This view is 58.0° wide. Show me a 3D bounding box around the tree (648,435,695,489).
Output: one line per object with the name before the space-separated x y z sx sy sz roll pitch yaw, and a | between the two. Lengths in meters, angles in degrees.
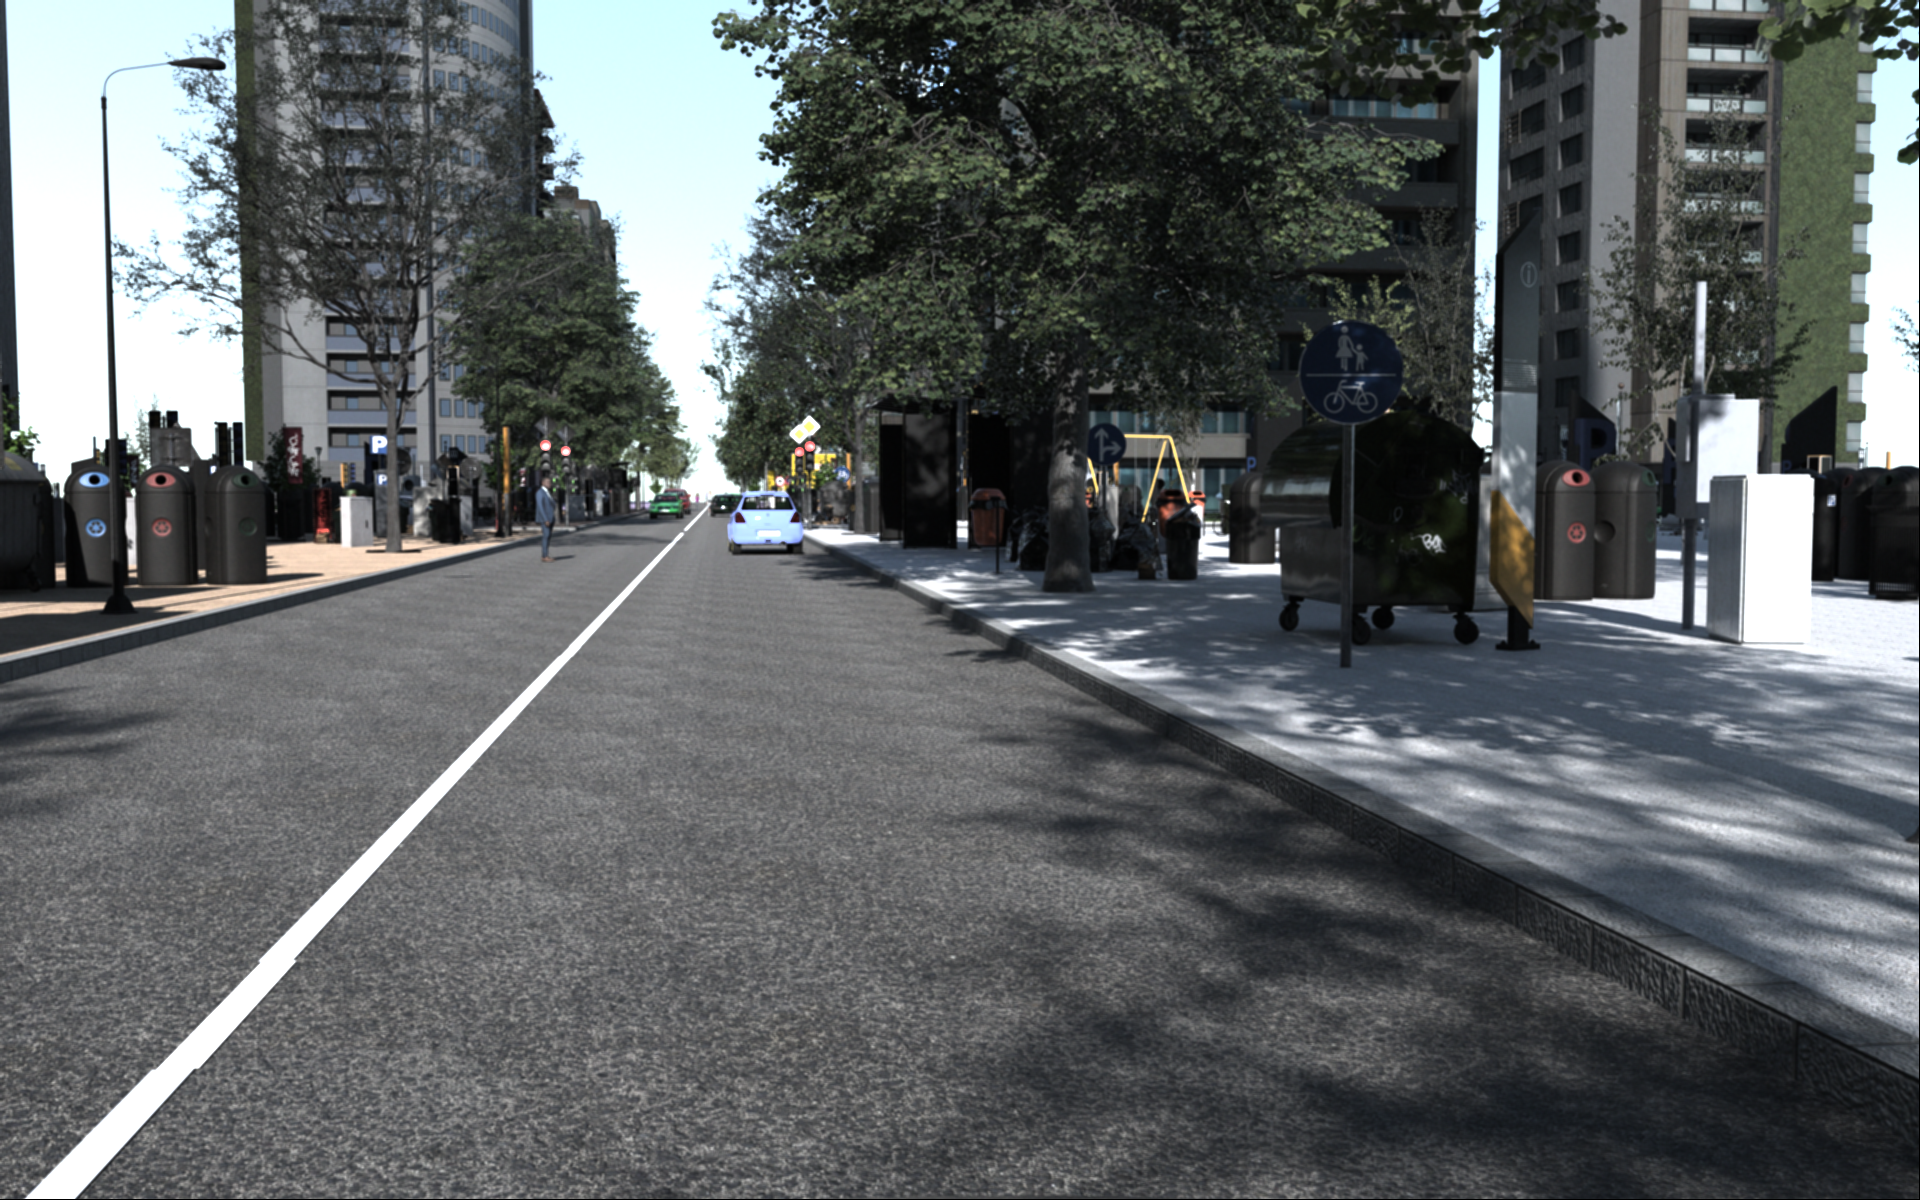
tree | -41.902 -19.309 250.116 7.601 10.594 8.767 -1 4 -9

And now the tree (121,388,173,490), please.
tree | -56.177 -10.377 120.033 4.360 8.622 3.978 0 3 0

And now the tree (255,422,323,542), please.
tree | -18.194 -3.181 46.615 1.663 3.219 1.824 0 3 0

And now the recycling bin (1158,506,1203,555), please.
recycling bin | 4.692 -1.490 36.916 0.722 1.027 0.722 -2 4 -27

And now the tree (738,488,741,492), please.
tree | -36.903 -21.355 299.518 4.360 8.622 3.978 0 3 0

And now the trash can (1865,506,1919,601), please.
trash can | 11.372 -0.571 20.994 0.748 1.137 0.748 0 3 0

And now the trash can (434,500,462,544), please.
trash can | -13.315 -2.043 45.059 0.748 1.137 0.748 0 3 0

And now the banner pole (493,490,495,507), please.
banner pole | -36.852 -8.985 136.914 0.401 3.779 0.863 -1 4 -17

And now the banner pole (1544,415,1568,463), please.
banner pole | 19.063 -3.973 54.979 0.863 3.779 0.401 -2 4 -31

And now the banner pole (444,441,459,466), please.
banner pole | -24.011 -5.606 81.675 0.863 3.779 0.401 0 4 4

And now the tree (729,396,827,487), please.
tree | -14.600 -12.428 137.609 8.767 10.594 7.601 -2 4 -27

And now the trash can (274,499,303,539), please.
trash can | -18.722 -2.243 48.326 0.748 1.137 0.748 0 3 0

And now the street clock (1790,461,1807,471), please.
street clock | 18.386 -2.038 37.886 0.471 2.002 0.358 -2 4 -29

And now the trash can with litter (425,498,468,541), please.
trash can with litter | -14.118 -2.216 47.621 0.624 1.170 1.055 3 4 38

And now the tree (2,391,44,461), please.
tree | -15.647 -2.027 27.746 1.663 3.219 1.824 0 3 0

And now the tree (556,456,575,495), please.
tree | -28.903 -8.836 128.179 4.285 4.588 4.351 0 3 0

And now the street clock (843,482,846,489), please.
street clock | -5.746 -4.957 85.618 0.358 2.002 0.471 0 4 -8

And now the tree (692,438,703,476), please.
tree | -48.747 -22.928 300.620 9.928 11.665 9.643 0 3 0

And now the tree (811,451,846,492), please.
tree | -5.894 -5.077 77.615 1.663 3.219 1.824 0 3 0

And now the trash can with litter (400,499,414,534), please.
trash can with litter | -17.812 -2.716 55.797 1.055 1.170 0.624 1 4 20

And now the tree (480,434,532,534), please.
tree | -14.662 -3.750 55.920 1.663 3.219 1.824 0 3 0

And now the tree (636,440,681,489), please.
tree | -35.900 -15.500 203.786 4.737 8.622 4.395 0 3 0

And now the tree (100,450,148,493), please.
tree | -53.773 -7.775 110.828 4.285 4.588 4.351 0 3 0

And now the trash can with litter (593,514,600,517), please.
trash can with litter | -21.210 -5.377 98.974 1.678 1.210 2.233 -2 4 -28

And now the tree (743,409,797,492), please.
tree | -13.114 -10.975 129.807 4.360 8.622 3.978 0 3 0

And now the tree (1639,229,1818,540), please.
tree | 21.120 -5.983 48.188 4.737 8.622 4.395 0 3 0

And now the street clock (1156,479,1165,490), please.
street clock | 9.369 -4.704 81.486 0.471 2.002 0.358 -1 4 -13

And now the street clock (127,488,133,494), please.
street clock | -54.307 -6.646 113.225 0.471 2.002 0.358 -3 4 -36

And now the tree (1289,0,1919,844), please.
tree | 3.880 -5.397 6.365 7.486 12.596 7.792 0 3 0

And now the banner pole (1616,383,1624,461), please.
banner pole | 14.797 -2.993 38.945 0.401 3.779 0.863 2 4 28

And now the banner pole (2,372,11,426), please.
banner pole | -19.294 -2.753 35.023 0.401 3.779 0.863 -3 5 -44

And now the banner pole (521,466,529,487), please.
banner pole | -32.599 -8.549 129.793 0.863 3.779 0.401 -2 4 -34

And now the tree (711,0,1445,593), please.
tree | 1.477 -7.089 22.554 9.857 13.997 8.962 0 3 0

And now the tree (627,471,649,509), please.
tree | -27.933 -9.361 147.649 1.663 3.219 1.824 0 3 0

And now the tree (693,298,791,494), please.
tree | -19.778 -19.147 168.938 12.611 20.169 13.585 0 3 0

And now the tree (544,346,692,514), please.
tree | -23.333 -11.443 112.847 9.928 11.665 9.643 0 3 0

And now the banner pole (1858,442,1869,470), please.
banner pole | 43.286 -5.689 83.030 0.863 3.779 0.401 -2 4 -28

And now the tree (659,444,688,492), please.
tree | -43.120 -19.048 261.793 4.360 8.622 3.978 0 3 0

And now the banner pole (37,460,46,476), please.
banner pole | -66.967 -8.334 126.277 0.401 3.779 0.863 1 4 22

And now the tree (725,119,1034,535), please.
tree | -3.231 -8.790 54.079 12.009 13.543 11.850 0 3 0

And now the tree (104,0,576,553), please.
tree | -12.465 -7.795 37.823 12.009 13.543 11.850 0 3 0

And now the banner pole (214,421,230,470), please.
banner pole | -25.345 -4.248 59.477 0.863 3.779 0.401 2 4 25

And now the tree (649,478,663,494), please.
tree | -32.466 -11.678 185.543 1.663 3.219 1.824 0 3 0

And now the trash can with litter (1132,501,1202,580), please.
trash can with litter | 3.096 -0.891 25.959 1.055 1.170 0.624 0 4 6

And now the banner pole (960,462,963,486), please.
banner pole | 0.407 -7.964 120.235 0.863 3.779 0.401 -1 4 -12

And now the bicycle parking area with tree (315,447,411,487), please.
bicycle parking area with tree | -36.779 -7.321 106.699 8.231 4.147 9.016 0 4 -1

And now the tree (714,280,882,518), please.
tree | -8.464 -10.758 92.895 9.611 12.733 9.660 0 3 0

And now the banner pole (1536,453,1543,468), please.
banner pole | 31.291 -6.312 93.219 0.863 3.779 0.401 -1 4 -23

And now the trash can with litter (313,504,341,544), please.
trash can with litter | -16.163 -2.037 44.699 1.055 1.170 0.624 0 4 -5

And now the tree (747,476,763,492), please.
tree | -22.184 -11.697 185.846 1.663 3.219 1.824 0 3 0

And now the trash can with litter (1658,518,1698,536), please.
trash can with litter | 22.377 -2.624 53.960 1.678 1.210 2.233 2 4 31

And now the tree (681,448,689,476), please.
tree | -36.492 -16.354 217.750 4.737 8.622 4.395 0 3 0

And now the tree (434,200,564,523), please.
tree | -17.695 -10.312 75.248 9.857 13.997 8.962 0 3 0

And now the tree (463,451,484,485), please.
tree | -37.896 -9.064 131.913 4.285 4.588 4.351 0 3 0
